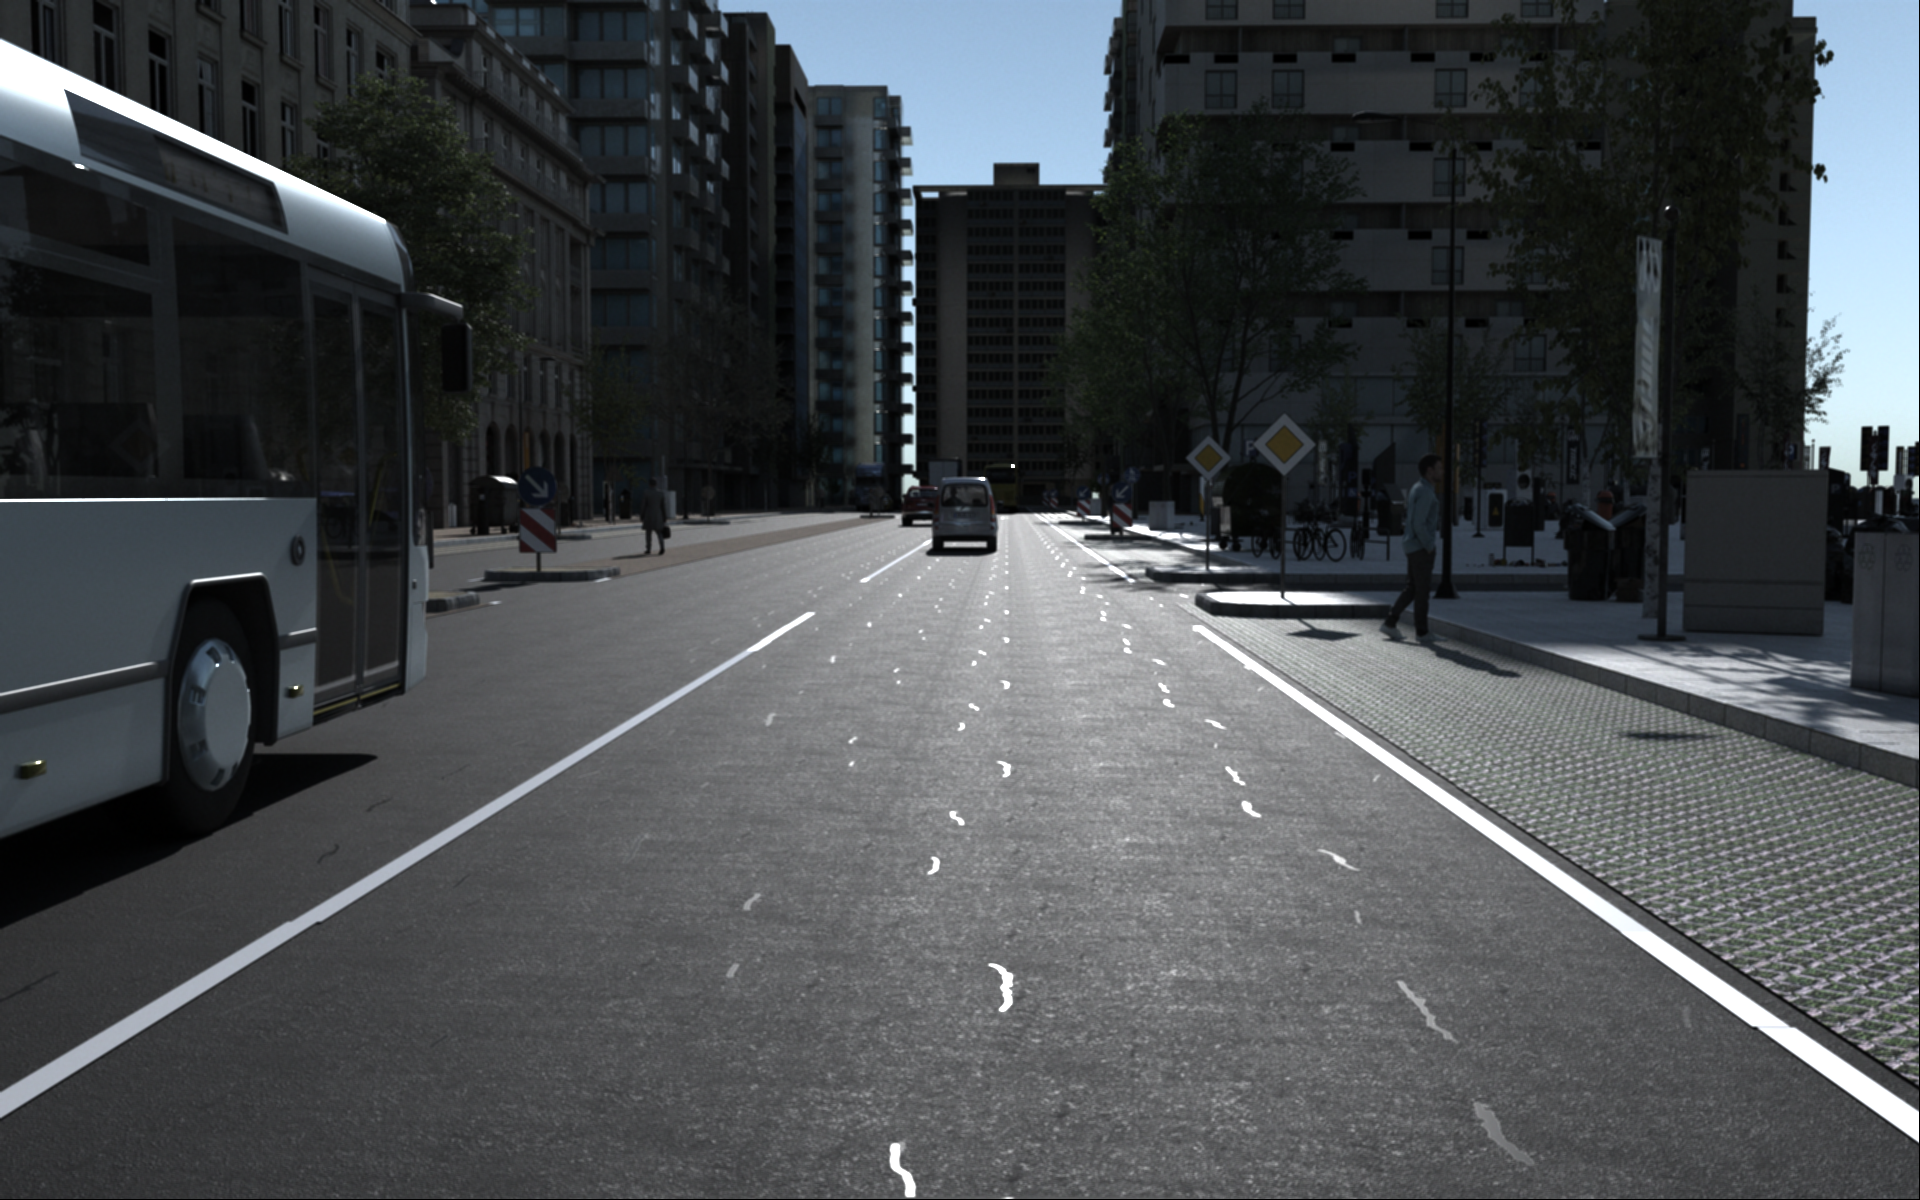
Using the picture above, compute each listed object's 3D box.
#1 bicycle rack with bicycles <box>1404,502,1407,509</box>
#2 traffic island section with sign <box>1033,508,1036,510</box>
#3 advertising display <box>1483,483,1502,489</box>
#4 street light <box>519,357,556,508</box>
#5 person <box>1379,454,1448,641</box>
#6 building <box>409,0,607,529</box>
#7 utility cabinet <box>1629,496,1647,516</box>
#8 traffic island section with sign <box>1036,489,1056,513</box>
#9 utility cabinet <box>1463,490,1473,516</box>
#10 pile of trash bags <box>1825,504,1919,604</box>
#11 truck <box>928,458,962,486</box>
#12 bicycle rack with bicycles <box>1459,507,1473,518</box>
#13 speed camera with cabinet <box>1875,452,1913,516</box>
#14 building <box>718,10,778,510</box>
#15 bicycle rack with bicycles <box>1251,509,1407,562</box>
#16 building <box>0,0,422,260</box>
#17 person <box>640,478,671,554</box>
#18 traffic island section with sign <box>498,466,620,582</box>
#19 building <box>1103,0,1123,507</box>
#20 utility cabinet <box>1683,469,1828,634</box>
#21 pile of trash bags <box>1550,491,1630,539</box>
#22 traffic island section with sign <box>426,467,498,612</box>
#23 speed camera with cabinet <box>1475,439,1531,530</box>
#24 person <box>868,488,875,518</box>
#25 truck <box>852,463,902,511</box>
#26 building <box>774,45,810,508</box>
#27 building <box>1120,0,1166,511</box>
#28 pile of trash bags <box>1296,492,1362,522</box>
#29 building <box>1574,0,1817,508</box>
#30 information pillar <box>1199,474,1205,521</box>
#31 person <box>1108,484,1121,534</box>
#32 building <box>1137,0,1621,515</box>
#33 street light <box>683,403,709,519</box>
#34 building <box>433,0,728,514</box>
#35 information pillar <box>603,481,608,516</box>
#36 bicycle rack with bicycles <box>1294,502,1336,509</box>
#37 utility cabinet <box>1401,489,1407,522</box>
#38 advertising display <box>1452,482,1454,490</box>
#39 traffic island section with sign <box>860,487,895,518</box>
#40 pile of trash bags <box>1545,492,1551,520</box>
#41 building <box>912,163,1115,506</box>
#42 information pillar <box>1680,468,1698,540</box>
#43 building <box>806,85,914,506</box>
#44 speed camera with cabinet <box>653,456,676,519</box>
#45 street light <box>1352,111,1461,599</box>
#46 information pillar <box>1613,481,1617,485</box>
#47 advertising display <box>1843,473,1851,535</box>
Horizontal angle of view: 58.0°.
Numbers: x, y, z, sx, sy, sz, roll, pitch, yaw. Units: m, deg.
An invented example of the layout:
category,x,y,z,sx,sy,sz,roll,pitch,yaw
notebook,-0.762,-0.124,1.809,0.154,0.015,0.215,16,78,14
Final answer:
category,x,y,z,sx,sy,sz,roll,pitch,yaw
bicycle rack with bicycles,19.630,-3.856,76.431,2.925,0.926,2.852,-1,4,-14
traffic island section with sign,7.703,-9.136,158.004,1.989,1.847,2.006,0,4,2
advertising display,29.754,-5.603,96.827,0.974,1.923,0.123,2,4,23
street light,-14.385,-5.279,58.845,1.470,5.913,1.316,0,4,2
person,4.426,-0.511,16.873,0.620,1.820,0.660,0,4,2
building,-24.499,-14.237,74.576,13.314,21.916,24.055,0,4,2
utility cabinet,23.218,-2.942,59.266,0.306,1.237,1.020,0,4,-1
traffic island section with sign,6.978,-7.488,131.059,1.989,1.847,2.006,0,4,2
utility cabinet,29.855,-5.649,101.040,0.318,1.500,1.173,-1,4,-21
pile of trash bags,11.877,-0.669,20.698,3.447,1.369,1.912,0,4,3
truck,-1.125,-9.338,141.583,2.839,4.237,11.283,0,4,2
bicycle rack with bicycles,22.270,-4.242,82.742,2.852,0.926,2.925,-2,4,-30
speed camera with cabinet,43.186,-5.241,80.033,2.038,3.252,0.660,-2,4,-31
building,-23.038,-28.096,142.965,14.154,41.232,14.086,0,4,2
bicycle rack with bicycles,7.171,-1.260,33.978,2.852,0.926,2.925,0,4,-5
building,-26.929,-13.083,47.183,16.112,22.955,30.059,0,4,2
person,-7.262,-1.988,41.110,0.694,1.812,0.767,-2,4,-27
traffic island section with sign,-6.974,-1.295,29.304,2.006,1.907,1.989,0,4,2
building,24.810,-33.087,160.585,23.786,49.044,30.456,0,4,2
utility cabinet,7.323,-0.445,15.960,1.173,1.500,0.318,2,4,27
pile of trash bags,17.789,-2.360,48.333,1.912,1.369,3.447,1,4,11
traffic island section with sign,-7.184,-0.842,21.900,2.006,1.907,1.989,0,4,2
speed camera with cabinet,19.310,-4.110,61.535,2.038,3.252,0.660,-2,4,-24
person,-5.150,-5.713,102.175,0.573,1.790,0.520,-3,4,-38
truck,-7.164,-10.041,153.926,2.967,4.110,18.799,0,4,3
building,-22.790,-31.853,170.915,14.200,45.320,14.600,0,4,2
building,19.839,-27.836,138.721,14.154,41.232,14.086,0,4,2
pile of trash bags,17.258,-4.325,80.460,1.912,1.369,3.447,-3,4,-36
building,68.200,-33.095,164.806,21.600,48.544,21.300,0,4,2
information pillar,11.405,-5.522,81.643,0.183,3.616,0.504,2,4,26
person,5.199,-3.006,58.063,0.534,1.772,0.576,0,4,-8
building,26.314,-32.292,117.217,28.713,52.752,27.495,0,4,2
street light,-13.493,-7.088,88.426,1.470,5.913,1.316,0,4,2
building,-28.436,-30.644,120.635,23.786,49.044,30.456,0,4,2
information pillar,-20.197,-5.784,99.054,0.304,2.012,0.304,-3,5,-43
bicycle rack with bicycles,15.067,-3.694,73.784,2.925,0.926,2.852,-3,5,-42
utility cabinet,19.913,-4.304,79.050,0.318,1.500,1.173,-1,4,-20
advertising display,25.699,-5.222,90.588,0.123,1.923,0.974,1,4,21
traffic island section with sign,-4.948,-5.889,104.416,2.006,1.907,1.989,0,4,2
pile of trash bags,29.436,-4.631,85.461,1.912,1.369,3.447,0,4,7
building,6.609,-31.445,205.999,23.993,40.220,32.217,0,4,2
information pillar,20.370,-2.686,48.402,0.304,2.012,0.304,-2,4,-30
building,-20.701,-35.677,202.927,30.456,49.044,23.786,0,4,2
speed camera with cabinet,-15.399,-5.865,90.233,0.660,3.252,2.038,1,4,9
street light,5.457,-2.976,21.193,1.470,5.913,1.316,0,4,2
information pillar,36.109,-5.582,95.749,0.304,2.012,0.304,3,4,38
advertising display,26.612,-2.915,52.869,0.974,1.923,0.123,2,4,26
